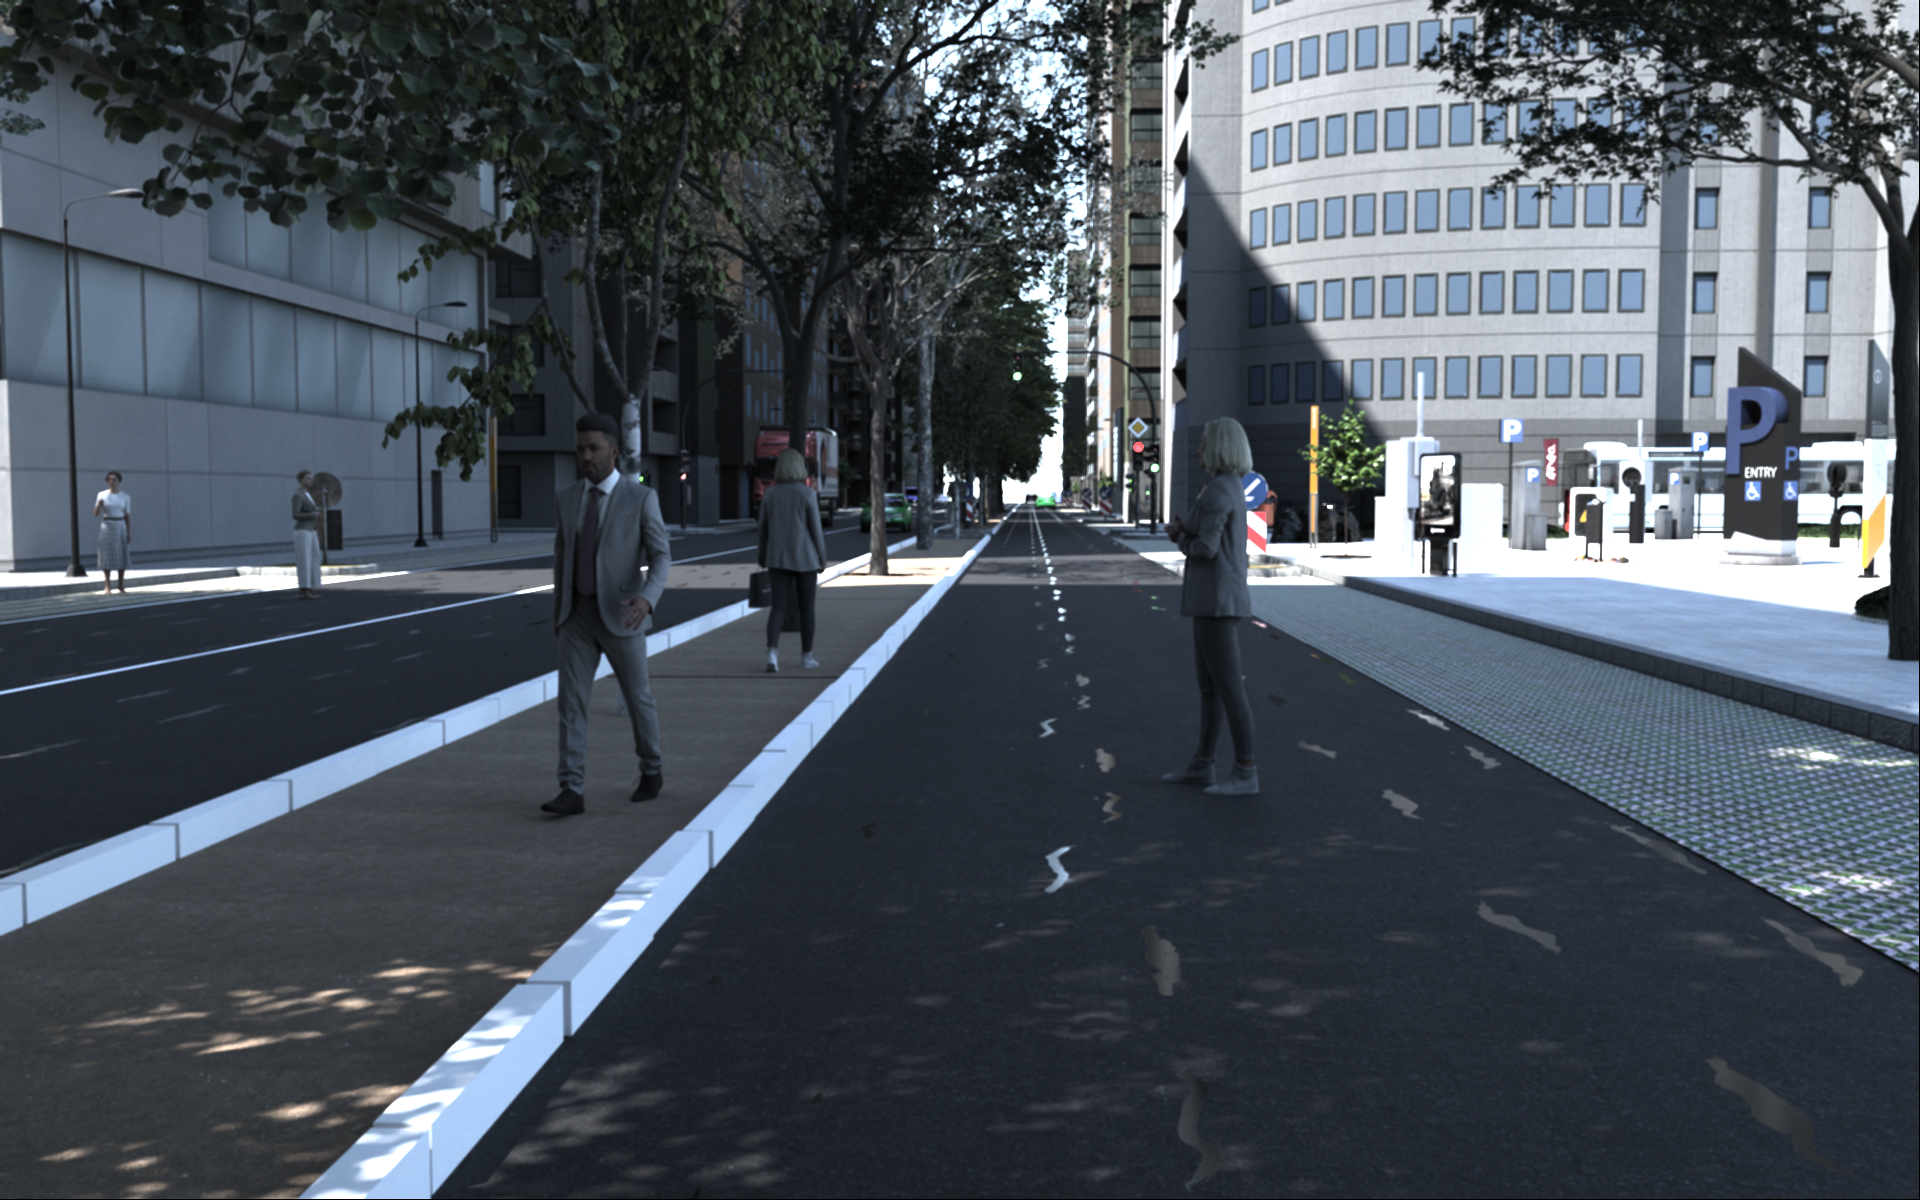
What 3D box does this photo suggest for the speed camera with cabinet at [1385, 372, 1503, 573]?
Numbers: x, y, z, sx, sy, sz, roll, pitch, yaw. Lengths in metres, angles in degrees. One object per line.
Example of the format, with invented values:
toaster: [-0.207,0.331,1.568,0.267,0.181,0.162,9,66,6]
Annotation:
speed camera with cabinet: [8.046,-2.104,28.734,2.038,3.252,0.660,-2,4,-25]

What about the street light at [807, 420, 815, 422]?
street light: [-9.764,-8.315,108.485,1.470,5.913,1.316,0,4,2]

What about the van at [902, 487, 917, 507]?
van: [-3.872,-9.014,151.759,2.240,2.365,5.245,0,4,1]

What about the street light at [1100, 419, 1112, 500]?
street light: [9.572,-8.221,106.947,1.470,5.913,1.316,0,4,2]

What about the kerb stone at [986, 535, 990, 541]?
kerb stone: [0.724,-1.712,50.188,0.120,0.150,1.000,0,4,2]

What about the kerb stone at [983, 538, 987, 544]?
kerb stone: [0.601,-1.523,47.115,0.120,0.150,1.000,0,4,2]

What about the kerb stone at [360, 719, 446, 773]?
kerb stone: [-3.005,0.792,9.302,0.120,0.150,1.000,0,4,2]

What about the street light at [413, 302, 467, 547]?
street light: [-12.582,-4.245,41.947,1.470,5.913,1.316,0,4,2]

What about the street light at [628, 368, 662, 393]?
street light: [-11.617,-5.575,63.700,1.470,5.913,1.316,0,4,2]

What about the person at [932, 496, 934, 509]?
person: [-2.655,-9.166,161.547,0.628,1.438,0.799,-3,5,-43]

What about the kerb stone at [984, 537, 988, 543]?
kerb stone: [0.645,-1.587,48.137,0.120,0.150,1.000,0,4,2]

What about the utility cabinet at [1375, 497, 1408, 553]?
utility cabinet: [9.523,-1.642,38.008,0.306,1.237,1.020,-1,4,-21]

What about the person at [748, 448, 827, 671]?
person: [-1.444,-0.328,14.047,0.709,1.800,0.728,1,4,18]

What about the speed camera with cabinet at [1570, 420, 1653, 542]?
speed camera with cabinet: [17.516,-3.196,46.590,0.660,3.252,2.038,-3,5,-44]

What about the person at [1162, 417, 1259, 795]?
person: [1.179,0.022,8.328,0.526,1.800,0.537,1,4,23]

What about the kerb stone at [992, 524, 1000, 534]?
kerb stone: [1.400,-2.747,67.101,0.120,0.150,1.000,0,4,2]

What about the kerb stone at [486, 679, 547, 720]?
kerb stone: [-2.929,0.663,11.362,0.120,0.150,1.000,0,4,2]

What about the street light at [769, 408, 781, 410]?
street light: [-10.346,-7.401,93.555,1.470,5.913,1.316,0,4,2]

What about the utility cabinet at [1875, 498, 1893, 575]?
utility cabinet: [15.145,-1.001,27.521,1.020,1.237,0.306,0,4,8]

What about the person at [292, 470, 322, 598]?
person: [-8.935,-0.899,23.755,0.362,1.759,0.519,0,4,-1]

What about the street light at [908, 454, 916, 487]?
street light: [-6.180,-13.940,200.452,1.470,5.913,1.316,0,4,2]

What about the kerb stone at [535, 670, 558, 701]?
kerb stone: [-2.884,0.601,12.383,0.120,0.150,1.000,0,4,2]

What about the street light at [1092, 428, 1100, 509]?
street light: [10.251,-9.133,121.873,1.470,5.913,1.316,0,4,2]

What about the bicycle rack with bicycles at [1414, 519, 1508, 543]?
bicycle rack with bicycles: [13.236,-2.002,46.115,2.925,0.926,2.852,-2,4,-26]

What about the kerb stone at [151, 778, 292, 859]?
kerb stone: [-3.084,0.915,7.255,0.120,0.150,1.000,0,4,2]

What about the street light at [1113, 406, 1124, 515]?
street light: [9.030,-7.293,91.786,1.470,5.913,1.316,0,4,2]

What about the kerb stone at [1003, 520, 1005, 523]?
kerb stone: [1.846,-3.437,78.383,0.120,0.150,1.000,0,4,2]

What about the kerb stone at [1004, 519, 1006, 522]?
kerb stone: [1.969,-3.625,81.459,0.120,0.150,1.000,0,4,2]

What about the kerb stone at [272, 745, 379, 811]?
kerb stone: [-3.037,0.851,8.279,0.120,0.150,1.000,0,4,2]

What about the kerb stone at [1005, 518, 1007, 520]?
kerb stone: [2.086,-3.811,84.522,0.120,0.150,1.000,0,4,2]

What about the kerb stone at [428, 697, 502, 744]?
kerb stone: [-2.961,0.726,10.325,0.120,0.150,1.000,0,4,2]

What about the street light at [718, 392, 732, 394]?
street light: [-11.013,-6.489,78.629,1.470,5.913,1.316,0,4,2]

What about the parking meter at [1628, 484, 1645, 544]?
parking meter: [17.355,-2.201,44.403,0.372,1.533,0.369,0,3,0]

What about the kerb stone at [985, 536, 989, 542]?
kerb stone: [0.686,-1.650,49.166,0.120,0.150,1.000,0,4,2]

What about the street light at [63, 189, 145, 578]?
street light: [-13.128,-3.305,26.579,1.470,5.913,1.316,0,4,2]

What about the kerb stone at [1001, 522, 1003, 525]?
kerb stone: [1.640,-3.123,73.260,0.120,0.150,1.000,0,4,2]

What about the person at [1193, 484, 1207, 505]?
person: [6.351,-2.190,45.307,0.522,1.701,0.512,2,4,24]

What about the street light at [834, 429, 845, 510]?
street light: [-9.203,-9.235,123.532,1.470,5.913,1.316,0,4,2]

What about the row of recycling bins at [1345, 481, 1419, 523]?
row of recycling bins: [13.340,-2.851,53.720,1.069,1.692,3.534,-2,4,-34]

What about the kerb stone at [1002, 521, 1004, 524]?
kerb stone: [1.721,-3.246,75.306,0.120,0.150,1.000,0,4,2]

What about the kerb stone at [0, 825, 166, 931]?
kerb stone: [-3.125,0.979,6.225,0.120,0.150,1.000,0,4,2]

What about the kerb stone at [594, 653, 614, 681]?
kerb stone: [-2.840,0.538,13.404,0.120,0.150,1.000,0,4,2]

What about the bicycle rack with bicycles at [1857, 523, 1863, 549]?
bicycle rack with bicycles: [22.216,-1.636,40.131,2.852,0.926,2.925,-1,4,-15]

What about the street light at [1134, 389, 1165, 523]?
street light: [8.402,-6.380,76.858,1.470,5.913,1.316,0,4,2]

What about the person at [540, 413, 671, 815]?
person: [-1.592,0.058,7.829,0.678,1.792,0.850,1,4,15]

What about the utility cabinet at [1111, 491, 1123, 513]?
utility cabinet: [10.364,-6.452,114.166,0.318,1.500,1.173,3,4,38]

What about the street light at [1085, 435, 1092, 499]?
street light: [10.868,-10.066,137.116,1.470,5.913,1.316,0,4,2]

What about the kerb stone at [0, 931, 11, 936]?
kerb stone: [-3.164,1.039,5.202,0.120,0.150,1.000,0,4,2]

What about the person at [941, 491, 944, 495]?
person: [-2.531,-14.638,247.906,1.350,1.814,0.705,1,4,22]

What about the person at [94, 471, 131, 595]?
person: [-11.958,-0.942,24.473,0.480,1.755,0.524,-3,4,-37]

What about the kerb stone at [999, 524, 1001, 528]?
kerb stone: [1.437,-2.810,68.131,0.120,0.150,1.000,0,4,2]
